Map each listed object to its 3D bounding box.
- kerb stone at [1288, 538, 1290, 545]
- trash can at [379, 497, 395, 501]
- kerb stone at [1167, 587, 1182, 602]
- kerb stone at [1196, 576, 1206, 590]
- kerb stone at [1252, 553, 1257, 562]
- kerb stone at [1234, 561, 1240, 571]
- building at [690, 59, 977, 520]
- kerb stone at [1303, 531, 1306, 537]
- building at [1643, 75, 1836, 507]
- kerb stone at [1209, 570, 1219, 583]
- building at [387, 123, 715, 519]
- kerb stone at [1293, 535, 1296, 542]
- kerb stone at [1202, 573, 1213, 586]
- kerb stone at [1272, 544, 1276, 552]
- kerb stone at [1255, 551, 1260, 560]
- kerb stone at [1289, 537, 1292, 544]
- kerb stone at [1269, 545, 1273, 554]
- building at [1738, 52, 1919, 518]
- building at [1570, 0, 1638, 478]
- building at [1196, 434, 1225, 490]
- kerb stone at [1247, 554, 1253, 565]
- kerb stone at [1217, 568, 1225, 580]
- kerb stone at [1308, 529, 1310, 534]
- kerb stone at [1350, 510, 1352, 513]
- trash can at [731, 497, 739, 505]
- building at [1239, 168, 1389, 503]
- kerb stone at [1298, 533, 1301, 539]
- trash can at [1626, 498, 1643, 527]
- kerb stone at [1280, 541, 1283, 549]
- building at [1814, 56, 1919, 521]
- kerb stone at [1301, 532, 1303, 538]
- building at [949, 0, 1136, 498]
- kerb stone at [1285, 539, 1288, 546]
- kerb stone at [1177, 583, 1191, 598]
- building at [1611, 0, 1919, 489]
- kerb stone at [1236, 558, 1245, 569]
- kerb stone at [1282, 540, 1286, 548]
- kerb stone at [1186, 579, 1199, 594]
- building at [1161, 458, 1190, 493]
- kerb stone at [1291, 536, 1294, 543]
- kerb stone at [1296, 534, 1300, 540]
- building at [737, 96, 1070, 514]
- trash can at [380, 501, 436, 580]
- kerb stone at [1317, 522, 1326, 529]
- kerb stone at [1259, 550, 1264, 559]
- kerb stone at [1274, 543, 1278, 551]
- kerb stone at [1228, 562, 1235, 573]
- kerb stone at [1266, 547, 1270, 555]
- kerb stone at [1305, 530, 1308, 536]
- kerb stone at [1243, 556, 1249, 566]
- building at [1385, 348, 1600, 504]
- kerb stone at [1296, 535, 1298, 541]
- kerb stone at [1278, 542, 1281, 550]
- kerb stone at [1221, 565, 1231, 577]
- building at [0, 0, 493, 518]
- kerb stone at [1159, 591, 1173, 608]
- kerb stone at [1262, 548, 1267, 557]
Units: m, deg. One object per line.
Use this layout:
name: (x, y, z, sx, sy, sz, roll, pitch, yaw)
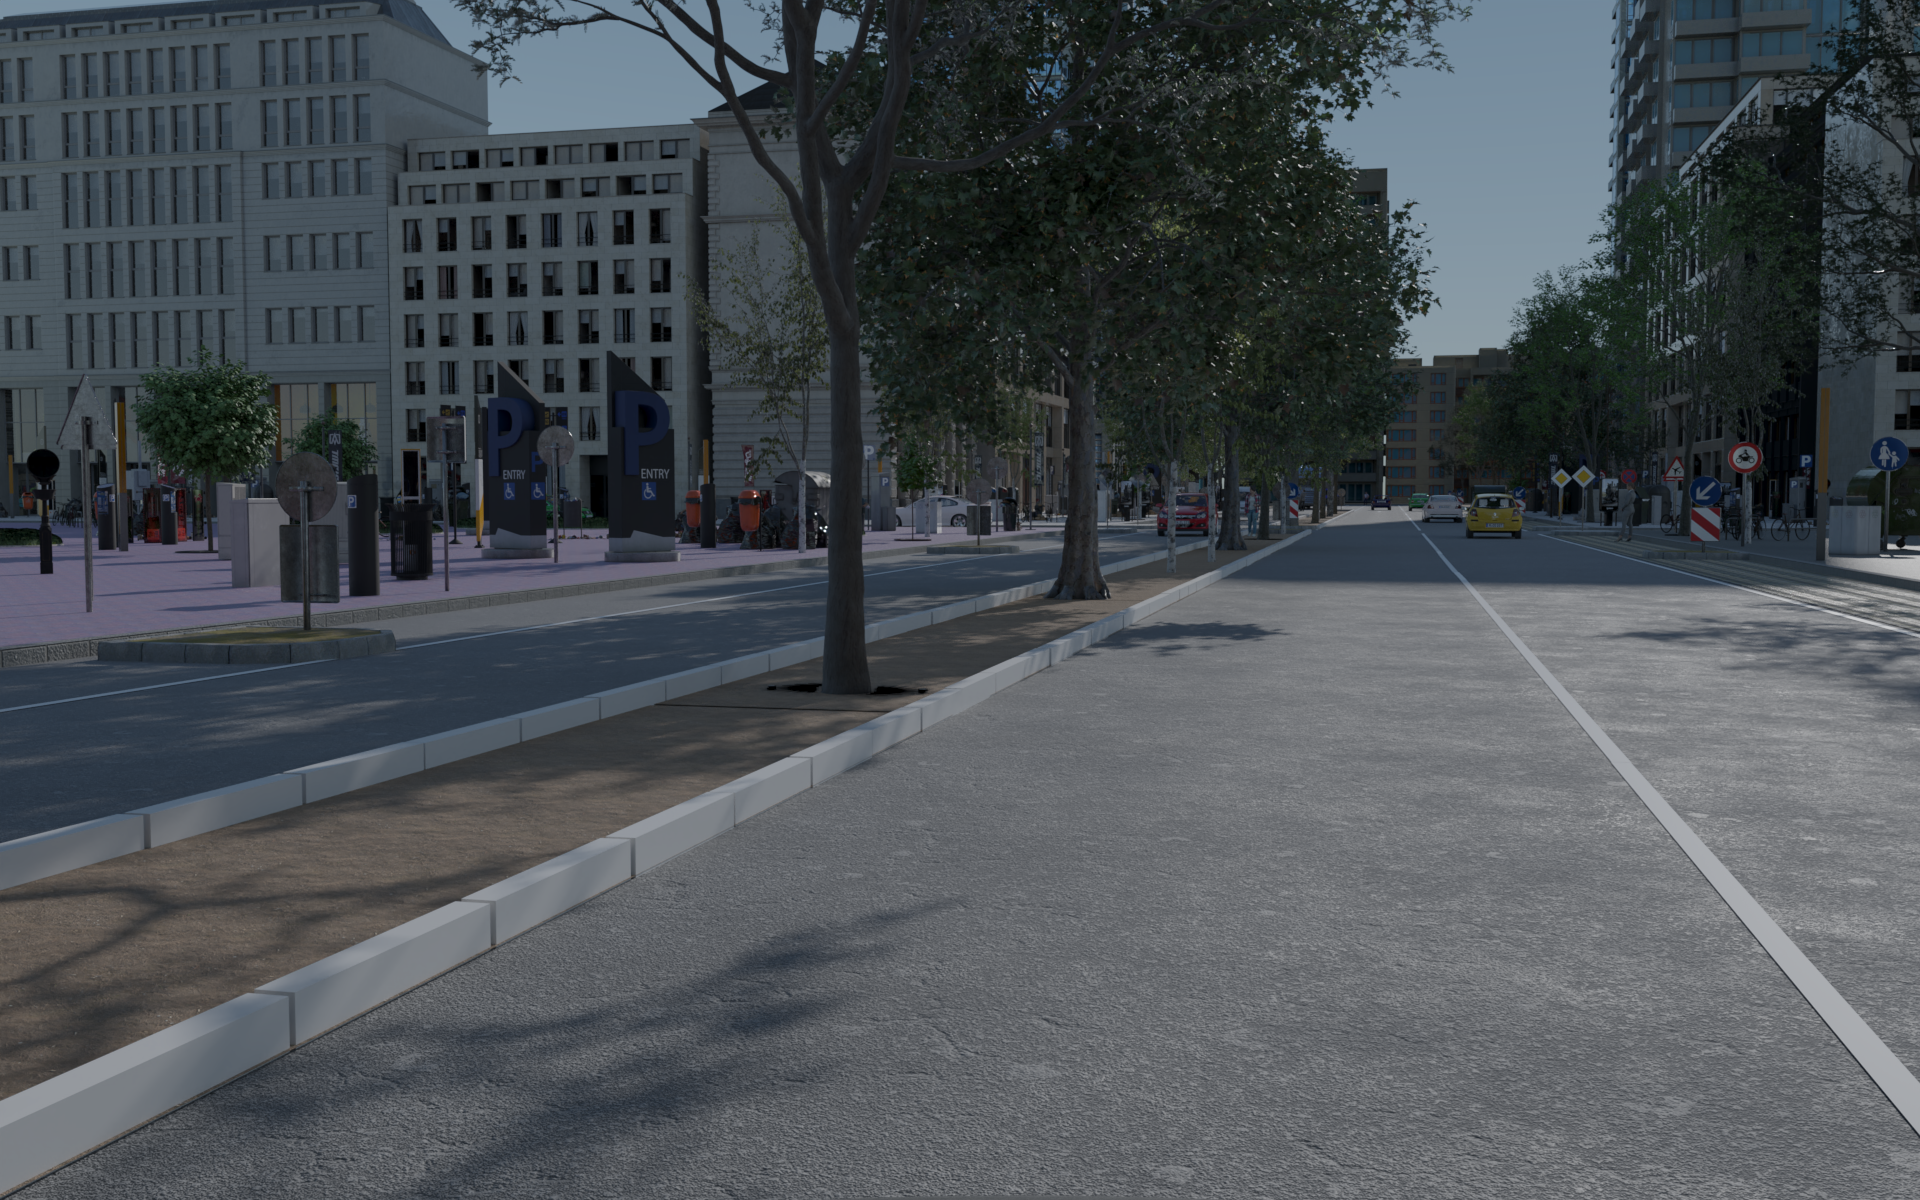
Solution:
kerb stone: (8.951, -1.564, 47.768, 0.120, 0.150, 1.000, 1, 4, 14)
trash can: (-26.567, -4.200, 80.330, 0.748, 1.137, 0.748, 0, 3, 0)
kerb stone: (2.782, -0.043, 22.894, 0.120, 0.150, 1.000, 1, 4, 14)
kerb stone: (3.530, -0.225, 25.872, 0.120, 0.150, 1.000, 1, 4, 14)
kerb stone: (5.992, -0.831, 35.821, 0.120, 0.150, 1.000, 1, 4, 14)
kerb stone: (5.000, -0.584, 31.837, 0.120, 0.150, 1.000, 1, 4, 14)
building: (-5.802, -16.319, 95.700, 11.050, 23.489, 19.941, 1, 4, 14)
kerb stone: (11.159, -2.110, 56.738, 0.120, 0.150, 1.000, 1, 4, 14)
building: (59.568, -19.190, 118.279, 19.350, 26.468, 34.151, 1, 4, 14)
kerb stone: (4.023, -0.347, 27.867, 0.120, 0.150, 1.000, 1, 4, 14)
building: (-20.764, -14.678, 94.736, 16.860, 20.320, 10.420, 1, 4, 14)
kerb stone: (9.687, -1.747, 50.754, 0.120, 0.150, 1.000, 1, 4, 14)
kerb stone: (3.773, -0.286, 26.867, 0.120, 0.150, 1.000, 1, 4, 14)
kerb stone: (7.461, -1.198, 41.795, 0.120, 0.150, 1.000, 1, 4, 14)
kerb stone: (6.232, -0.894, 36.815, 0.120, 0.150, 1.000, 1, 4, 14)
kerb stone: (9.197, -1.621, 48.760, 0.120, 0.150, 1.000, 1, 4, 14)
kerb stone: (7.227, -1.138, 40.800, 0.120, 0.150, 1.000, 1, 4, 14)
building: (51.033, -16.214, 94.782, 12.332, 23.373, 15.834, 1, 4, 14)
building: (77.156, -53.125, 181.267, 22.319, 86.520, 31.000, 1, 4, 14)
building: (23.970, -38.808, 254.126, 30.456, 49.044, 23.786, 1, 4, 14)
kerb stone: (5.749, -0.772, 34.825, 0.120, 0.150, 1.000, 1, 4, 14)
kerb stone: (4.267, -0.398, 28.860, 0.120, 0.150, 1.000, 1, 4, 14)
kerb stone: (11.900, -2.291, 59.713, 0.120, 0.150, 1.000, 1, 4, 14)
kerb stone: (27.312, -6.100, 121.924, 0.120, 0.150, 1.000, 1, 4, 14)
trash can: (-18.438, -8.129, 144.567, 0.748, 1.137, 0.748, 0, 3, 0)
building: (49.766, -38.099, 246.625, 21.600, 48.544, 21.300, 1, 4, 14)
kerb stone: (10.427, -1.928, 53.744, 0.120, 0.150, 1.000, 1, 4, 14)
trash can: (26.709, -3.488, 68.681, 0.748, 1.137, 0.748, 0, 3, 0)
kerb stone: (8.208, -1.376, 44.786, 0.120, 0.150, 1.000, 1, 4, 14)
building: (48.922, -13.626, 77.541, 16.860, 20.320, 10.420, 1, 4, 14)
kerb stone: (10.672, -1.991, 54.747, 0.120, 0.150, 1.000, 1, 4, 14)
building: (6.015, -52.063, 163.902, 22.319, 86.520, 31.000, 1, 4, 14)
kerb stone: (8.703, -1.503, 46.771, 0.120, 0.150, 1.000, 1, 4, 14)
kerb stone: (3.033, -0.104, 23.889, 0.120, 0.150, 1.000, 1, 4, 14)
building: (70.458, -32.573, 152.180, 23.786, 49.044, 30.456, 1, 4, 14)
kerb stone: (5.251, -0.651, 32.839, 0.120, 0.150, 1.000, 1, 4, 14)
kerb stone: (8.453, -1.442, 45.778, 0.120, 0.150, 1.000, 1, 4, 14)
kerb stone: (3.281, -0.164, 24.880, 0.120, 0.150, 1.000, 1, 4, 14)
building: (10.896, -21.741, 200.507, 28.899, 21.520, 27.650, 1, 4, 14)
kerb stone: (9.444, -1.678, 49.752, 0.120, 0.150, 1.000, 1, 4, 14)
kerb stone: (10.177, -1.868, 52.750, 0.120, 0.150, 1.000, 1, 4, 14)
building: (-3.102, -19.513, 123.550, 19.350, 26.468, 34.151, 1, 4, 14)
trash can: (-8.221, -0.875, 25.955, 0.748, 1.137, 0.748, 0, 3, 0)
kerb stone: (15.479, -3.178, 74.154, 0.120, 0.150, 1.000, 1, 4, 14)
kerb stone: (6.483, -0.950, 37.807, 0.120, 0.150, 1.000, 1, 4, 14)
kerb stone: (7.712, -1.258, 42.795, 0.120, 0.150, 1.000, 1, 4, 14)
kerb stone: (4.753, -0.529, 30.845, 0.120, 0.150, 1.000, 1, 4, 14)
kerb stone: (6.980, -1.077, 39.809, 0.120, 0.150, 1.000, 1, 4, 14)
kerb stone: (11.414, -2.173, 57.727, 0.120, 0.150, 1.000, 1, 4, 14)
kerb stone: (5.491, -0.710, 33.833, 0.120, 0.150, 1.000, 1, 4, 14)
building: (75.057, -24.435, 244.550, 28.899, 21.520, 27.650, 1, 4, 14)
kerb stone: (9.931, -1.807, 51.758, 0.120, 0.150, 1.000, 1, 4, 14)
kerb stone: (7.952, -1.321, 43.788, 0.120, 0.150, 1.000, 1, 4, 14)
kerb stone: (4.515, -0.464, 29.851, 0.120, 0.150, 1.000, 1, 4, 14)
building: (-43.401, -19.765, 100.646, 29.804, 29.767, 11.434, 1, 4, 14)
kerb stone: (2.536, 0.024, 21.896, 0.120, 0.150, 1.000, 1, 4, 14)
kerb stone: (6.728, -1.016, 38.815, 0.120, 0.150, 1.000, 1, 4, 14)
